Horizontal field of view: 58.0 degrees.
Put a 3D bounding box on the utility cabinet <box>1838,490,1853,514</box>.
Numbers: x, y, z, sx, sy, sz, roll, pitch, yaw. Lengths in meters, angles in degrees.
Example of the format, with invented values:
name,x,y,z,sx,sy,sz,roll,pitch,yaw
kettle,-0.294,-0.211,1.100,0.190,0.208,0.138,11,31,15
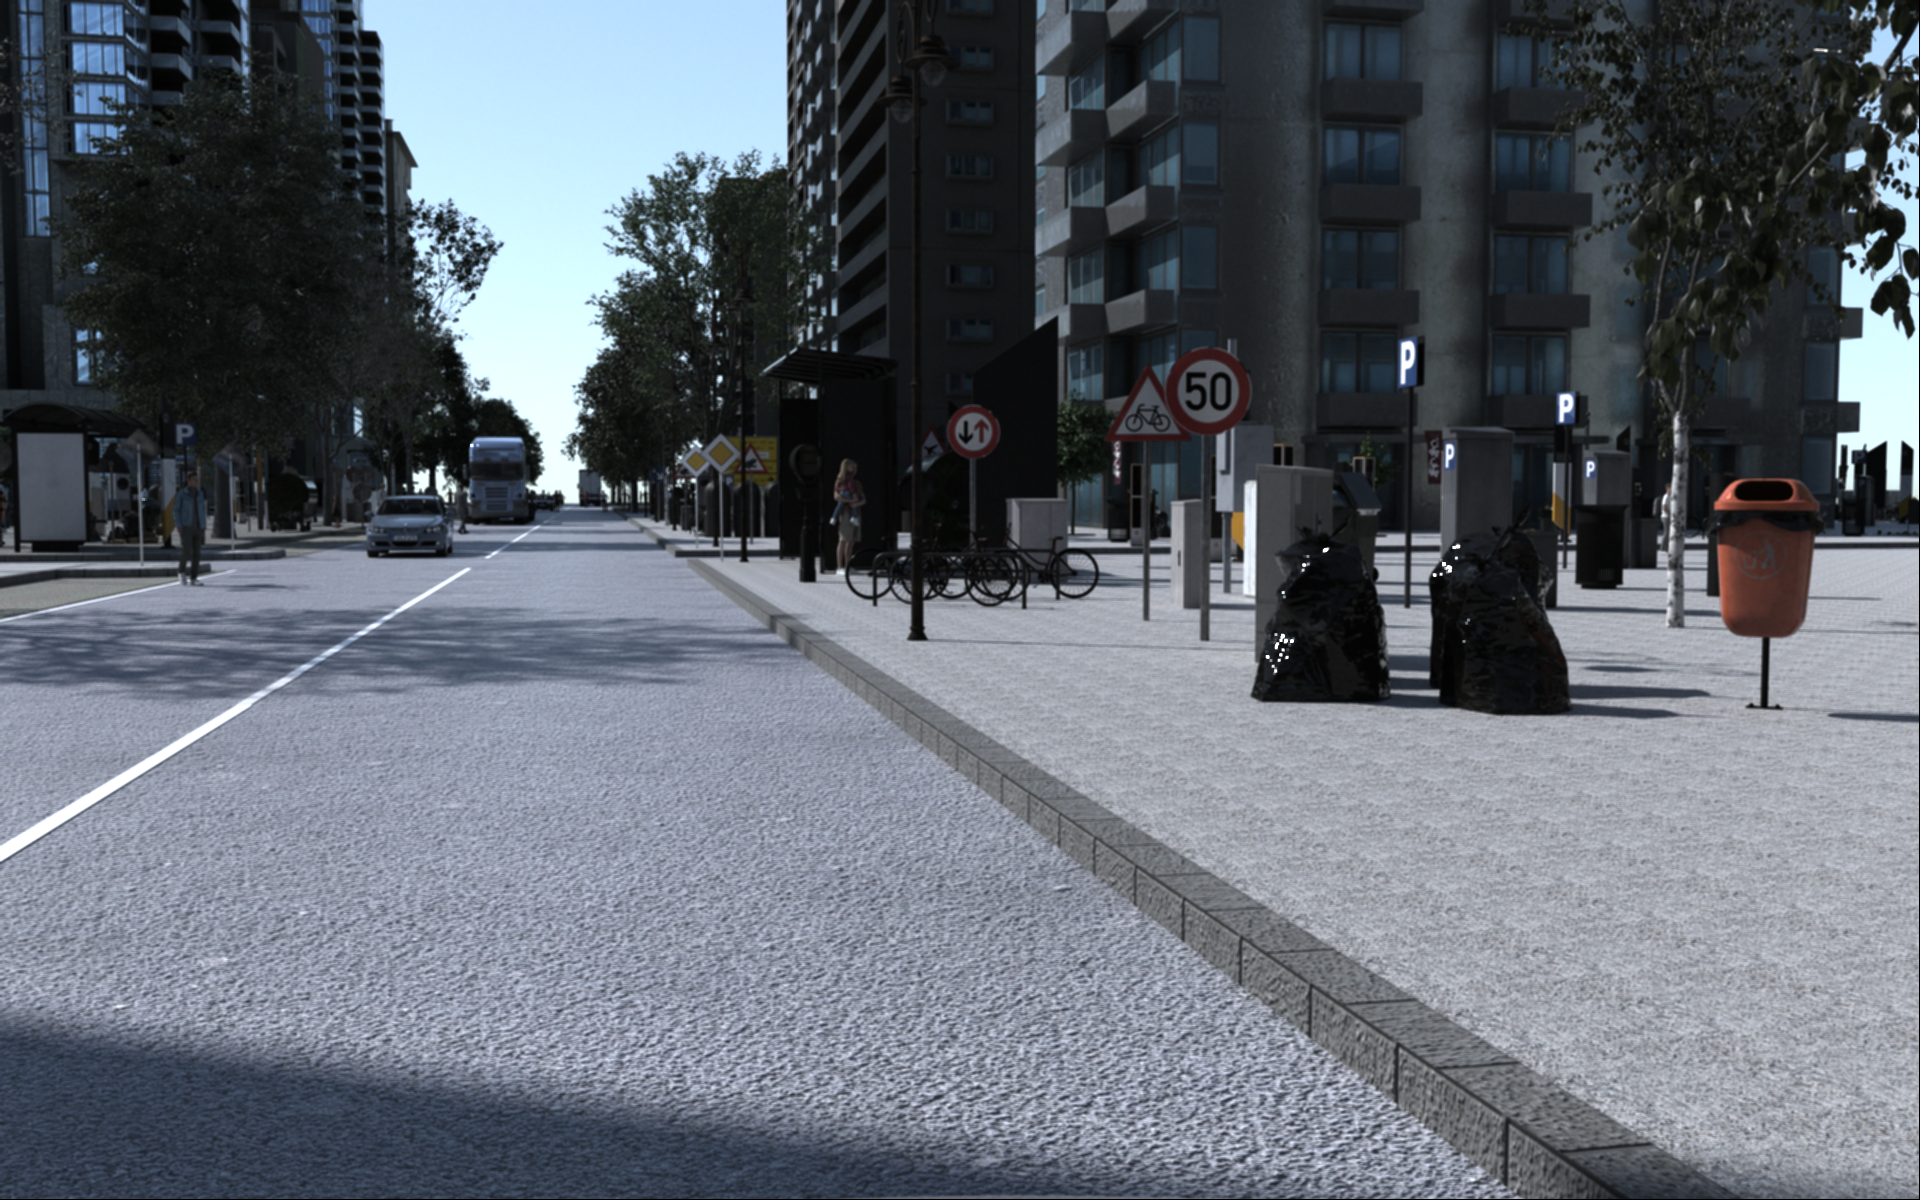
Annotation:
name,x,y,z,sx,sy,sz,roll,pitch,yaw
utility cabinet,49.853,-5.407,97.084,1.173,1.500,0.318,0,4,-3

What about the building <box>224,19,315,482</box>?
name,x,y,z,sx,sy,sz,roll,pitch,yaw
building,-62.560,-28.175,144.248,14.154,41.232,14.086,-1,4,-12

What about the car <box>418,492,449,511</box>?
name,x,y,z,sx,sy,sz,roll,pitch,yaw
car,-25.352,-4.446,82.483,2.009,1.686,4.222,-1,4,-13

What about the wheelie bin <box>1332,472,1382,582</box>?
name,x,y,z,sx,sy,sz,roll,pitch,yaw
wheelie bin,5.595,-1.043,24.959,0.980,1.594,0.693,-3,5,-42

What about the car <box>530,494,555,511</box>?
name,x,y,z,sx,sy,sz,roll,pitch,yaw
car,-34.916,-8.272,145.028,2.009,1.686,4.222,-1,4,-11

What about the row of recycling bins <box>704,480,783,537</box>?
name,x,y,z,sx,sy,sz,roll,pitch,yaw
row of recycling bins,-5.870,-2.728,51.722,3.534,1.692,1.069,0,4,-7

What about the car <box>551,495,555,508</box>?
name,x,y,z,sx,sy,sz,roll,pitch,yaw
car,-41.420,-9.841,173.480,1.945,1.354,3.894,-1,4,-12

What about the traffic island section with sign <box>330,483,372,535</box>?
name,x,y,z,sx,sy,sz,roll,pitch,yaw
traffic island section with sign,-21.052,-3.207,61.059,1.989,1.847,2.006,-1,4,-12

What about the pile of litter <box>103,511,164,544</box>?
name,x,y,z,sx,sy,sz,roll,pitch,yaw
pile of litter,-21.386,-1.900,45.027,1.719,0.858,1.176,-2,4,-32

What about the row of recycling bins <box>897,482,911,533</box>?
name,x,y,z,sx,sy,sz,roll,pitch,yaw
row of recycling bins,-1.771,-3.100,57.803,3.534,1.692,1.069,3,4,39

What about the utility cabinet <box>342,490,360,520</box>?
name,x,y,z,sx,sy,sz,roll,pitch,yaw
utility cabinet,-30.462,-4.735,86.098,1.173,1.500,0.318,-1,4,-9

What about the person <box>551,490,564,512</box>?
name,x,y,z,sx,sy,sz,roll,pitch,yaw
person,-32.626,-8.019,140.331,1.217,1.743,0.721,1,4,20

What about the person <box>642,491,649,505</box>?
name,x,y,z,sx,sy,sz,roll,pitch,yaw
person,-38.586,-12.602,212.806,1.217,1.735,0.721,-2,4,-24

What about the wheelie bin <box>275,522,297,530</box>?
name,x,y,z,sx,sy,sz,roll,pitch,yaw
wheelie bin,-24.125,-3.316,62.117,0.693,1.594,0.980,3,5,42

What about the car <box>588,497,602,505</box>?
name,x,y,z,sx,sy,sz,roll,pitch,yaw
car,-48.716,-13.399,231.074,2.014,1.417,4.499,-1,4,-13

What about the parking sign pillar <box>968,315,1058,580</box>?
name,x,y,z,sx,sy,sz,roll,pitch,yaw
parking sign pillar,0.825,-2.314,26.300,1.447,3.967,1.447,0,4,-1

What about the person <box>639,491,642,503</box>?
name,x,y,z,sx,sy,sz,roll,pitch,yaw
person,-44.450,-14.312,240.982,0.436,1.711,0.756,-1,4,-21

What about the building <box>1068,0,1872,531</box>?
name,x,y,z,sx,sy,sz,roll,pitch,yaw
building,17.894,-27.518,69.527,30.456,49.044,23.786,-1,4,-12

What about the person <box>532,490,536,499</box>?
name,x,y,z,sx,sy,sz,roll,pitch,yaw
person,-41.241,-9.723,167.560,0.705,1.814,1.350,3,4,37

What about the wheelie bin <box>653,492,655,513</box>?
name,x,y,z,sx,sy,sz,roll,pitch,yaw
wheelie bin,-19.572,-6.359,111.873,0.980,1.594,0.693,-2,4,-28

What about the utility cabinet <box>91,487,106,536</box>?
name,x,y,z,sx,sy,sz,roll,pitch,yaw
utility cabinet,-26.463,-2.724,53.220,0.318,1.500,1.173,-1,4,-23

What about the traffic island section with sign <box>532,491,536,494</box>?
name,x,y,z,sx,sy,sz,roll,pitch,yaw
traffic island section with sign,-59.846,-14.366,243.515,1.989,1.847,2.006,-1,4,-12

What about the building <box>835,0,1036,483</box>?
name,x,y,z,sx,sy,sz,roll,pitch,yaw
building,4.294,-29.618,107.954,21.300,48.544,21.600,-1,4,-12

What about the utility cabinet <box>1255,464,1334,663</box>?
name,x,y,z,sx,sy,sz,roll,pitch,yaw
utility cabinet,2.602,-0.287,13.377,0.318,1.500,1.173,2,4,26

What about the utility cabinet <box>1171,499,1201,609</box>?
name,x,y,z,sx,sy,sz,roll,pitch,yaw
utility cabinet,2.619,-0.530,19.834,0.306,1.237,1.020,0,4,-1

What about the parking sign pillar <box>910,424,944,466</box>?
name,x,y,z,sx,sy,sz,roll,pitch,yaw
parking sign pillar,-1.253,-4.770,66.468,1.447,3.967,1.447,0,4,5

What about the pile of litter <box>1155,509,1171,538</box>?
name,x,y,z,sx,sy,sz,roll,pitch,yaw
pile of litter,6.158,-2.288,51.366,1.176,0.858,1.719,0,4,-3

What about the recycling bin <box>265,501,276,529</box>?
name,x,y,z,sx,sy,sz,roll,pitch,yaw
recycling bin,-25.220,-3.145,63.981,0.722,1.027,0.722,-1,4,-10

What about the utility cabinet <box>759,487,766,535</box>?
name,x,y,z,sx,sy,sz,roll,pitch,yaw
utility cabinet,-6.099,-2.717,53.101,1.173,1.500,0.318,3,4,37

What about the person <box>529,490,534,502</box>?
name,x,y,z,sx,sy,sz,roll,pitch,yaw
person,-38.271,-8.937,154.697,0.705,1.814,1.350,-2,4,-35

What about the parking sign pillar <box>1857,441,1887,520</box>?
name,x,y,z,sx,sy,sz,roll,pitch,yaw
parking sign pillar,46.210,-6.075,87.791,1.447,3.967,1.447,2,4,34

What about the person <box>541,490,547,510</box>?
name,x,y,z,sx,sy,sz,roll,pitch,yaw
person,-37.910,-9.128,157.731,1.348,1.826,0.705,3,4,36

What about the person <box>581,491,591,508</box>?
name,x,y,z,sx,sy,sz,roll,pitch,yaw
person,-39.168,-10.539,181.540,1.217,1.743,0.721,0,4,6

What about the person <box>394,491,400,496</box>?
name,x,y,z,sx,sy,sz,roll,pitch,yaw
person,-60.621,-10.907,186.849,1.348,1.822,0.705,1,4,14

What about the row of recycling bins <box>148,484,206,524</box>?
name,x,y,z,sx,sy,sz,roll,pitch,yaw
row of recycling bins,-33.461,-4.088,73.957,3.534,1.692,1.069,2,4,34

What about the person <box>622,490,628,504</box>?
name,x,y,z,sx,sy,sz,roll,pitch,yaw
person,-42.750,-13.157,221.115,1.348,1.831,0.705,2,4,33

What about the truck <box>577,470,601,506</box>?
name,x,y,z,sx,sy,sz,roll,pitch,yaw
truck,-43.503,-13.126,203.527,2.839,4.237,11.283,-1,4,-13

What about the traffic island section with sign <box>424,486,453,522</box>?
name,x,y,z,sx,sy,sz,roll,pitch,yaw
traffic island section with sign,-26.653,-4.820,87.428,1.989,1.847,2.006,-1,4,-12

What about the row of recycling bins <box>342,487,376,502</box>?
name,x,y,z,sx,sy,sz,roll,pitch,yaw
row of recycling bins,-34.196,-5.539,97.681,3.534,1.692,1.069,2,4,35

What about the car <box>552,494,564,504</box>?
name,x,y,z,sx,sy,sz,roll,pitch,yaw
car,-56.185,-14.048,241.478,2.131,1.459,4.920,-1,4,-14

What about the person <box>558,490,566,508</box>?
name,x,y,z,sx,sy,sz,roll,pitch,yaw
person,-40.793,-10.291,176.758,0.705,1.824,1.348,3,5,41

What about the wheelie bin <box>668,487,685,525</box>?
name,x,y,z,sx,sy,sz,roll,pitch,yaw
wheelie bin,-11.873,-3.951,72.505,0.693,1.594,0.980,1,4,21

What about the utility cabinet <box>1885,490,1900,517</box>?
name,x,y,z,sx,sy,sz,roll,pitch,yaw
utility cabinet,50.661,-5.220,94.019,1.173,1.500,0.318,-2,4,-28

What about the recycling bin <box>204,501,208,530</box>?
name,x,y,z,sx,sy,sz,roll,pitch,yaw
recycling bin,-27.713,-3.073,62.800,0.722,1.027,0.722,-1,4,-20

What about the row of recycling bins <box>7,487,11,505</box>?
name,x,y,z,sx,sy,sz,roll,pitch,yaw
row of recycling bins,-43.981,-4.269,76.904,3.534,1.692,1.069,0,4,-4

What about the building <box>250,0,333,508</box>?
name,x,y,z,sx,sy,sz,roll,pitch,yaw
building,-65.826,-31.055,157.862,14.600,45.320,14.200,-1,4,-12

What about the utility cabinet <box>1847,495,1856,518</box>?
name,x,y,z,sx,sy,sz,roll,pitch,yaw
utility cabinet,47.150,-4.891,91.134,0.306,1.237,1.020,-1,4,-11

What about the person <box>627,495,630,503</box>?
name,x,y,z,sx,sy,sz,roll,pitch,yaw
person,-48.875,-15.034,255.035,0.799,1.438,0.628,1,4,15

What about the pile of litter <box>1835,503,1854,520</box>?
name,x,y,z,sx,sy,sz,roll,pitch,yaw
pile of litter,43.400,-4.407,86.019,1.719,0.858,1.176,3,5,40

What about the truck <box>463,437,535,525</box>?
name,x,y,z,sx,sy,sz,roll,pitch,yaw
truck,-22.996,-5.980,87.539,2.967,4.110,18.799,-1,4,-12

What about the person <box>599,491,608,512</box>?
name,x,y,z,sx,sy,sz,roll,pitch,yaw
person,-28.092,-7.774,136.550,0.756,1.711,0.436,-1,4,-21

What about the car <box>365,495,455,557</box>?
name,x,y,z,sx,sy,sz,roll,pitch,yaw
car,-12.951,-1.768,40.907,2.014,1.417,4.499,-1,4,-14

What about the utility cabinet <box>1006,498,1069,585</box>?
name,x,y,z,sx,sy,sz,roll,pitch,yaw
utility cabinet,1.124,-0.843,24.946,1.020,1.237,0.306,-3,5,-44

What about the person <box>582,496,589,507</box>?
name,x,y,z,sx,sy,sz,roll,pitch,yaw
person,-40.670,-10.796,188.245,0.991,1.433,0.599,-2,4,-35
